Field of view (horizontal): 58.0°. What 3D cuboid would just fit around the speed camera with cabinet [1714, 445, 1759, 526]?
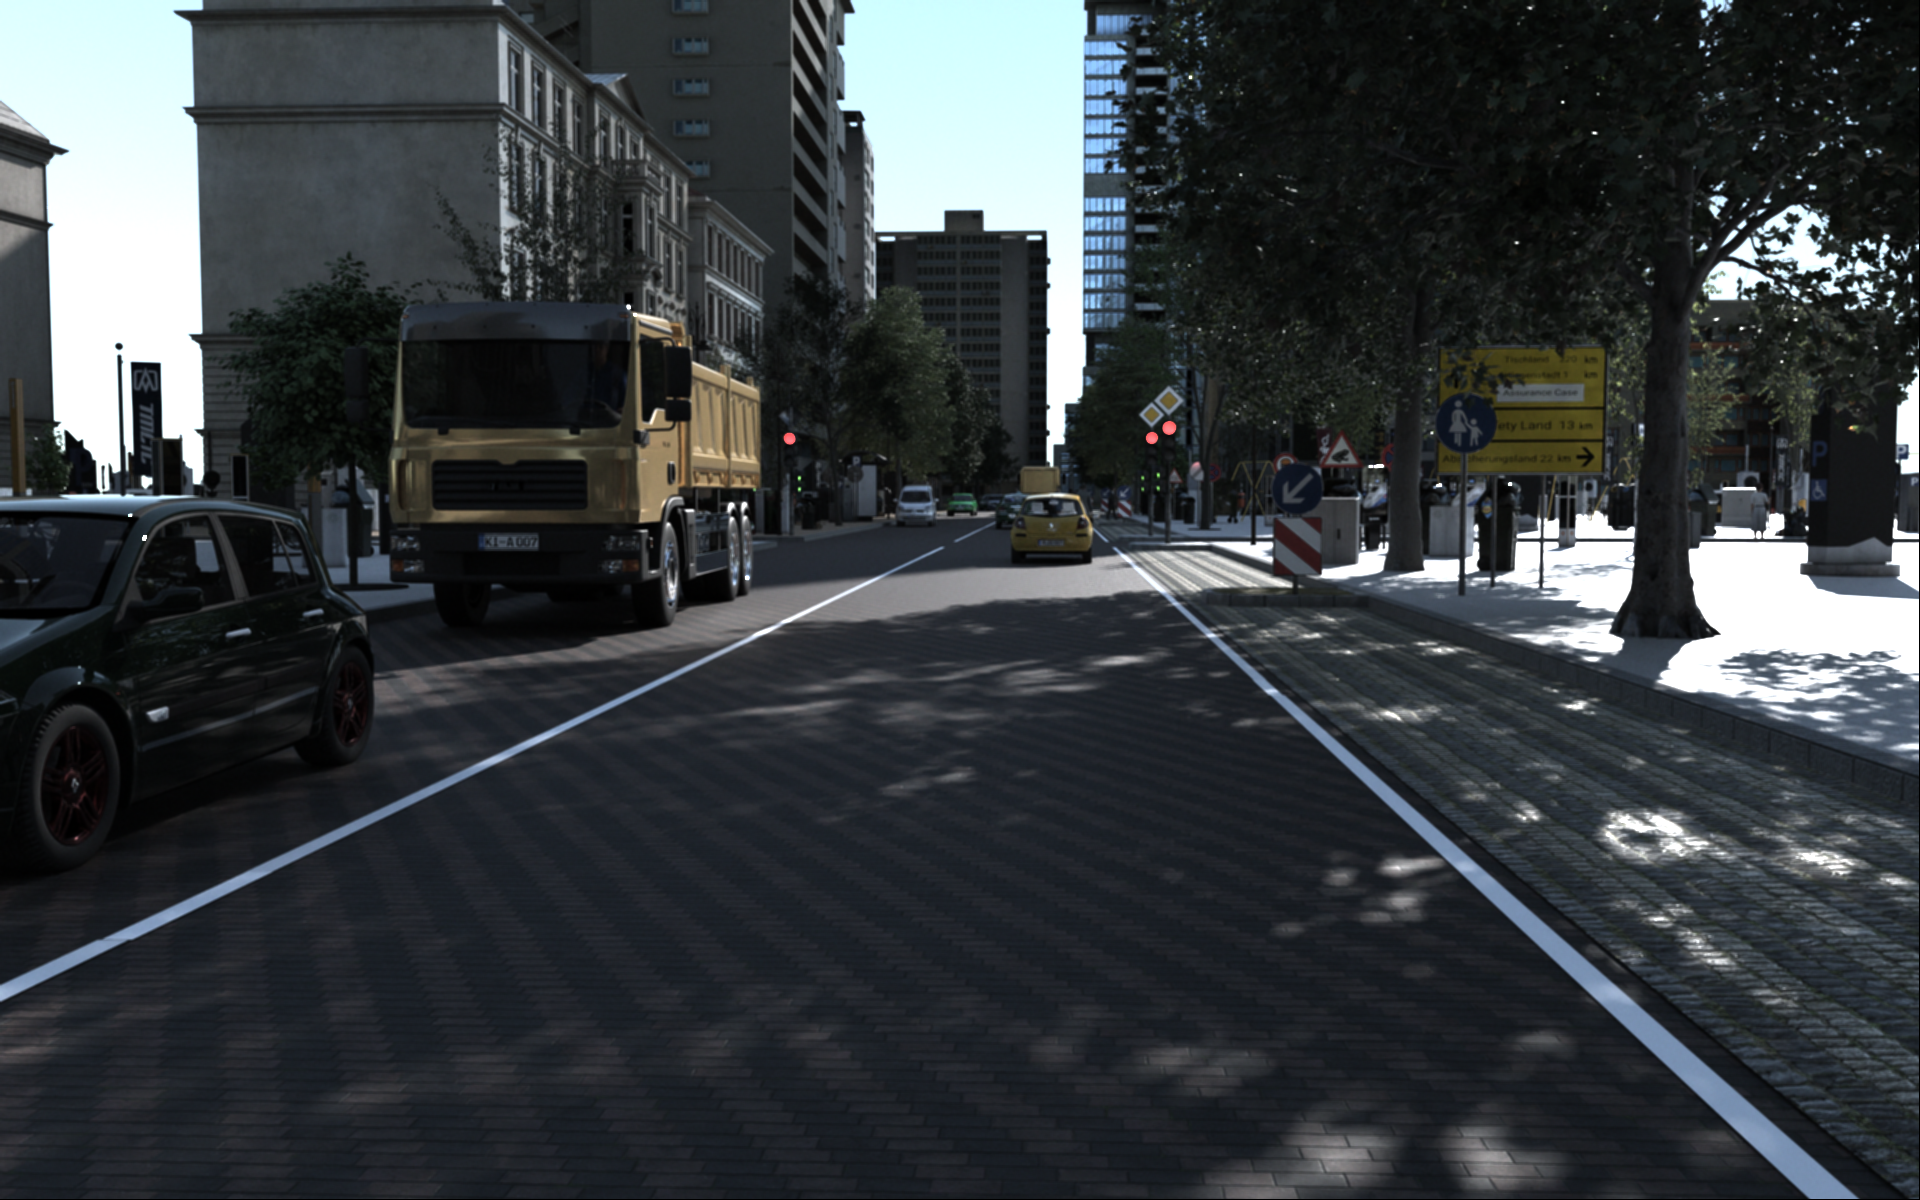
[{"bbox_3d":[30.957,-4.601,69.564,2.038,3.252,0.660,0,4,1],"label":"speed camera with cabinet"}]

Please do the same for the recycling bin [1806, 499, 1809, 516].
[{"bbox_3d":[40.444,-4.245,81.956,0.722,1.027,0.722,2,4,29],"label":"recycling bin"}]

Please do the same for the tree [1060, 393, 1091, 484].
[{"bbox_3d":[16.330,-17.549,193.577,9.857,13.997,8.962,0,3,0],"label":"tree"}]

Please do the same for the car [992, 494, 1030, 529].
[{"bbox_3d":[2.399,-3.707,72.400,2.131,1.459,4.920,0,4,1],"label":"car"}]

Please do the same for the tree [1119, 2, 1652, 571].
[{"bbox_3d":[7.565,-7.463,28.683,9.857,13.997,8.962,0,3,0],"label":"tree"}]

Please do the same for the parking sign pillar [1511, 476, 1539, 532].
[{"bbox_3d":[19.177,-4.343,59.484,1.447,3.967,1.447,0,4,-1],"label":"parking sign pillar"}]

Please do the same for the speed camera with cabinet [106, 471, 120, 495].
[{"bbox_3d":[-34.288,-4.658,70.488,0.660,3.252,2.038,-2,4,-35],"label":"speed camera with cabinet"}]

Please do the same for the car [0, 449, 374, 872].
[{"bbox_3d":[-4.140,0.119,7.848,2.009,1.686,4.222,0,4,3],"label":"car"}]

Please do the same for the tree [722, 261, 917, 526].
[{"bbox_3d":[-5.176,-8.270,69.629,7.601,10.594,8.767,2,4,26],"label":"tree"}]

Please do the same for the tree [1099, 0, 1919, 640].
[{"bbox_3d":[6.374,-6.013,15.318,9.611,12.733,9.660,0,3,0],"label":"tree"}]

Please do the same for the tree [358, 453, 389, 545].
[{"bbox_3d":[-14.322,-3.000,43.654,1.663,3.219,1.824,0,3,0],"label":"tree"}]

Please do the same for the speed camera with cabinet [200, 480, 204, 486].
[{"bbox_3d":[-45.193,-6.806,105.613,2.038,3.252,0.660,-3,5,-42],"label":"speed camera with cabinet"}]

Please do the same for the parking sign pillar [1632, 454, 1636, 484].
[{"bbox_3d":[43.322,-7.494,110.993,1.447,3.967,1.447,2,4,25],"label":"parking sign pillar"}]

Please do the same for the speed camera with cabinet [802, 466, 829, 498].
[{"bbox_3d":[-10.190,-7.886,123.266,2.038,3.252,0.660,1,4,21],"label":"speed camera with cabinet"}]

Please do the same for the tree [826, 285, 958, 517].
[{"bbox_3d":[-3.757,-10.800,94.706,7.486,12.596,7.792,0,3,0],"label":"tree"}]

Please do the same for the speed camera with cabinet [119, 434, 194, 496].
[{"bbox_3d":[-26.328,-3.826,56.885,2.038,3.252,0.660,-1,4,-8],"label":"speed camera with cabinet"}]

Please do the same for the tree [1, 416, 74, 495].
[{"bbox_3d":[-22.419,-2.946,42.774,1.663,3.219,1.824,0,3,0],"label":"tree"}]

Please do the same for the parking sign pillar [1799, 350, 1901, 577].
[{"bbox_3d":[14.130,-2.381,27.401,1.447,3.967,1.447,-1,4,-16],"label":"parking sign pillar"}]

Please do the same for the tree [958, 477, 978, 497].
[{"bbox_3d":[1.375,-14.354,185.045,4.360,8.622,3.978,0,3,0],"label":"tree"}]

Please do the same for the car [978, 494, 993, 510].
[{"bbox_3d":[2.706,-8.698,154.009,2.131,1.459,4.920,0,4,4],"label":"car"}]

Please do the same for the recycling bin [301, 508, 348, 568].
[{"bbox_3d":[-11.171,-1.095,30.460,0.722,1.027,0.722,-1,4,-16],"label":"recycling bin"}]

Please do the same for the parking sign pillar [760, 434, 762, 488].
[{"bbox_3d":[-9.320,-5.457,77.694,1.447,3.967,1.447,1,4,16],"label":"parking sign pillar"}]

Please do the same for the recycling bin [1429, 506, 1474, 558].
[{"bbox_3d":[10.059,-1.399,35.421,0.722,1.027,0.722,2,4,33],"label":"recycling bin"}]

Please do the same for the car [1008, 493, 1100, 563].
[{"bbox_3d":[2.009,-1.655,37.286,2.015,1.641,3.980,0,4,4],"label":"car"}]

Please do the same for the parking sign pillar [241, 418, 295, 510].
[{"bbox_3d":[-18.319,-3.509,45.843,1.447,3.967,1.447,1,4,13],"label":"parking sign pillar"}]

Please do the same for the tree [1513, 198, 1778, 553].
[{"bbox_3d":[14.414,-5.314,37.246,4.360,8.622,3.978,0,3,0],"label":"tree"}]

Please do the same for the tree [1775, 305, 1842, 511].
[{"bbox_3d":[27.428,-6.485,56.400,4.360,8.622,3.978,0,3,0],"label":"tree"}]

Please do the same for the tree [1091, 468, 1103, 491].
[{"bbox_3d":[14.298,-10.709,158.812,4.285,4.588,4.351,0,3,0],"label":"tree"}]

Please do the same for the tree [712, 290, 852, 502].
[{"bbox_3d":[-6.435,-6.829,62.009,4.360,8.622,3.978,0,3,0],"label":"tree"}]

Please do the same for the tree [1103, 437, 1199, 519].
[{"bbox_3d":[10.567,-6.457,89.279,4.285,4.588,4.351,0,3,0],"label":"tree"}]

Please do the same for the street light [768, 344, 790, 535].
[{"bbox_3d":[-5.606,-4.947,53.664,0.468,5.910,1.993,0,4,3],"label":"street light"}]

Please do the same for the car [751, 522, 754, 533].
[{"bbox_3d":[-8.307,-2.514,49.902,4.718,1.807,1.959,0,4,3],"label":"car"}]

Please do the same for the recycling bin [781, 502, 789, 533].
[{"bbox_3d":[-5.915,-2.705,56.777,0.722,1.027,0.722,0,4,5],"label":"recycling bin"}]

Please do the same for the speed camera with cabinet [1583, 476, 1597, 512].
[{"bbox_3d":[39.189,-7.051,109.617,2.038,3.252,0.660,3,5,41],"label":"speed camera with cabinet"}]

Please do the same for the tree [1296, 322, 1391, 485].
[{"bbox_3d":[16.397,-7.493,72.880,4.737,8.622,4.395,0,3,0],"label":"tree"}]

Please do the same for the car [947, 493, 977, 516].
[{"bbox_3d":[0.149,-6.389,113.262,1.959,1.807,4.718,0,4,4],"label":"car"}]

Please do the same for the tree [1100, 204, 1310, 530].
[{"bbox_3d":[8.755,-8.297,61.407,9.928,11.665,9.643,0,3,0],"label":"tree"}]

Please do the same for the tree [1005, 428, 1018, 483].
[{"bbox_3d":[0.091,-15.628,172.523,9.611,12.733,9.660,0,3,0],"label":"tree"}]

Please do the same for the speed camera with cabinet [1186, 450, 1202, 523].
[{"bbox_3d":[10.426,-5.058,77.032,0.660,3.252,2.038,0,4,6],"label":"speed camera with cabinet"}]

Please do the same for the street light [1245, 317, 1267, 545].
[{"bbox_3d":[7.373,-4.315,43.345,0.468,5.910,1.993,0,4,3],"label":"street light"}]

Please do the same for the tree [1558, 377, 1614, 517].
[{"bbox_3d":[35.072,-9.004,97.577,4.737,8.622,4.395,0,3,0],"label":"tree"}]

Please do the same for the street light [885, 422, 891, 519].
[{"bbox_3d":[-3.674,-7.089,88.699,0.468,5.910,1.993,0,4,3],"label":"street light"}]

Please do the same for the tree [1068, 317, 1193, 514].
[{"bbox_3d":[11.280,-11.841,111.724,7.486,12.596,7.792,0,3,0],"label":"tree"}]

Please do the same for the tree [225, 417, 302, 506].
[{"bbox_3d":[-14.299,-2.521,35.820,1.663,3.219,1.824,0,3,0],"label":"tree"}]

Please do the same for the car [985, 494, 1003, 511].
[{"bbox_3d":[3.124,-8.156,145.349,2.014,1.417,4.499,0,4,2],"label":"car"}]

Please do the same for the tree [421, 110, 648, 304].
[{"bbox_3d":[-7.803,-5.040,32.772,4.360,8.622,3.978,0,3,0],"label":"tree"}]

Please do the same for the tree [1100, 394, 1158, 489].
[{"bbox_3d":[11.932,-10.327,119.208,4.737,8.622,4.395,0,3,0],"label":"tree"}]

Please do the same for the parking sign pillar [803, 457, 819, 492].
[{"bbox_3d":[-10.908,-8.491,127.303,1.447,3.967,1.447,2,4,31],"label":"parking sign pillar"}]

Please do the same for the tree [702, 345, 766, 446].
[{"bbox_3d":[-11.371,-8.278,85.710,4.737,8.622,4.395,0,3,0],"label":"tree"}]

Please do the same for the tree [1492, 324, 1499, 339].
[{"bbox_3d":[20.182,-7.015,65.056,4.360,8.622,3.978,0,3,0],"label":"tree"}]

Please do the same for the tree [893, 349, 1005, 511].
[{"bbox_3d":[-1.617,-13.310,134.633,9.611,12.733,9.660,0,3,0],"label":"tree"}]

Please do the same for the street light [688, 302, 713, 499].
[{"bbox_3d":[-6.309,-4.217,41.736,0.468,5.910,1.993,0,4,3],"label":"street light"}]

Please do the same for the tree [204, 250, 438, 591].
[{"bbox_3d":[-8.330,-2.428,23.405,4.285,4.588,4.351,0,3,0],"label":"tree"}]

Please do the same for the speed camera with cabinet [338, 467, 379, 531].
[{"bbox_3d":[-20.431,-3.993,59.629,0.660,3.252,2.038,2,4,28],"label":"speed camera with cabinet"}]

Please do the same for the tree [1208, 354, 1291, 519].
[{"bbox_3d":[14.987,-8.467,88.805,4.360,8.622,3.978,0,3,0],"label":"tree"}]

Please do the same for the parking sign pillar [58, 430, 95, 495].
[{"bbox_3d":[-37.266,-5.193,73.373,1.447,3.967,1.447,1,4,10],"label":"parking sign pillar"}]
